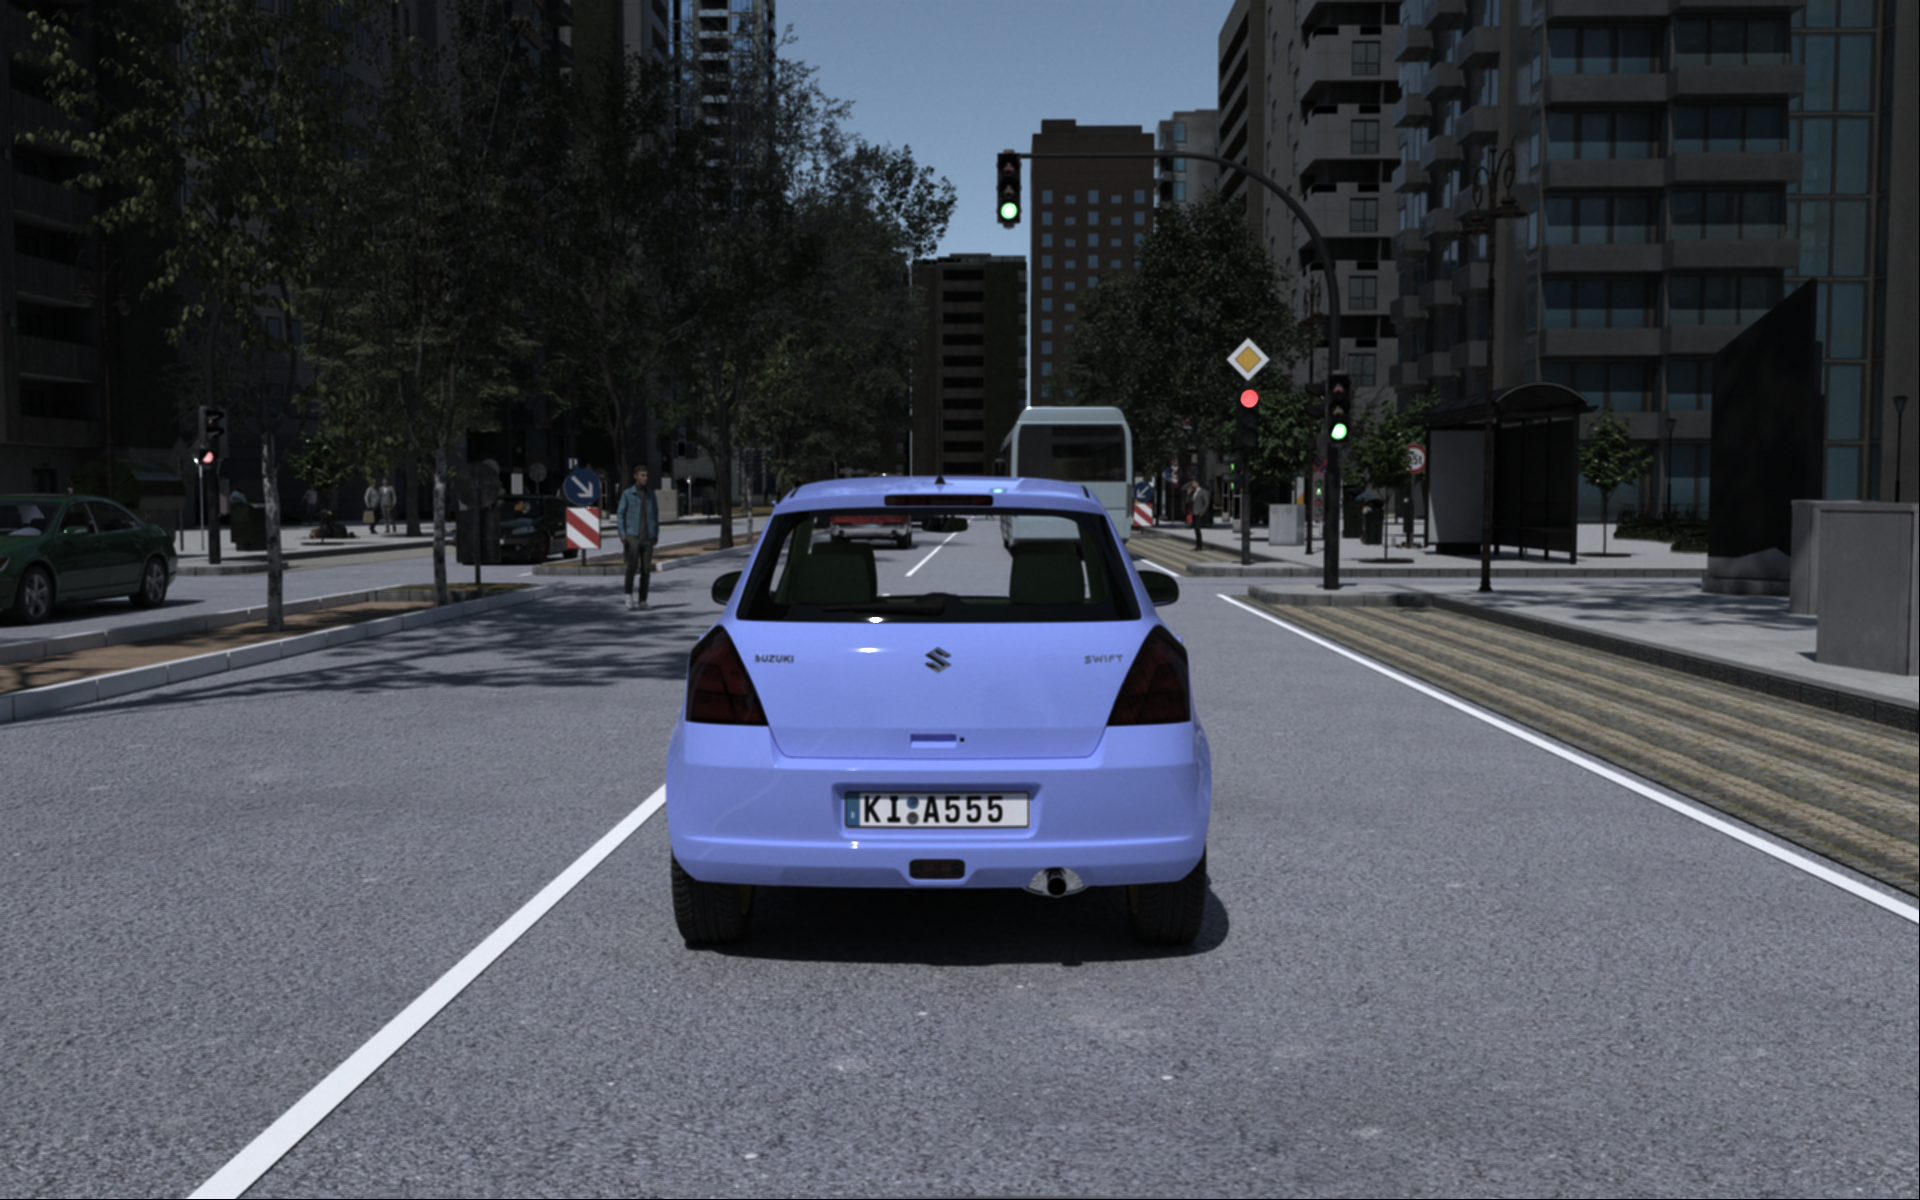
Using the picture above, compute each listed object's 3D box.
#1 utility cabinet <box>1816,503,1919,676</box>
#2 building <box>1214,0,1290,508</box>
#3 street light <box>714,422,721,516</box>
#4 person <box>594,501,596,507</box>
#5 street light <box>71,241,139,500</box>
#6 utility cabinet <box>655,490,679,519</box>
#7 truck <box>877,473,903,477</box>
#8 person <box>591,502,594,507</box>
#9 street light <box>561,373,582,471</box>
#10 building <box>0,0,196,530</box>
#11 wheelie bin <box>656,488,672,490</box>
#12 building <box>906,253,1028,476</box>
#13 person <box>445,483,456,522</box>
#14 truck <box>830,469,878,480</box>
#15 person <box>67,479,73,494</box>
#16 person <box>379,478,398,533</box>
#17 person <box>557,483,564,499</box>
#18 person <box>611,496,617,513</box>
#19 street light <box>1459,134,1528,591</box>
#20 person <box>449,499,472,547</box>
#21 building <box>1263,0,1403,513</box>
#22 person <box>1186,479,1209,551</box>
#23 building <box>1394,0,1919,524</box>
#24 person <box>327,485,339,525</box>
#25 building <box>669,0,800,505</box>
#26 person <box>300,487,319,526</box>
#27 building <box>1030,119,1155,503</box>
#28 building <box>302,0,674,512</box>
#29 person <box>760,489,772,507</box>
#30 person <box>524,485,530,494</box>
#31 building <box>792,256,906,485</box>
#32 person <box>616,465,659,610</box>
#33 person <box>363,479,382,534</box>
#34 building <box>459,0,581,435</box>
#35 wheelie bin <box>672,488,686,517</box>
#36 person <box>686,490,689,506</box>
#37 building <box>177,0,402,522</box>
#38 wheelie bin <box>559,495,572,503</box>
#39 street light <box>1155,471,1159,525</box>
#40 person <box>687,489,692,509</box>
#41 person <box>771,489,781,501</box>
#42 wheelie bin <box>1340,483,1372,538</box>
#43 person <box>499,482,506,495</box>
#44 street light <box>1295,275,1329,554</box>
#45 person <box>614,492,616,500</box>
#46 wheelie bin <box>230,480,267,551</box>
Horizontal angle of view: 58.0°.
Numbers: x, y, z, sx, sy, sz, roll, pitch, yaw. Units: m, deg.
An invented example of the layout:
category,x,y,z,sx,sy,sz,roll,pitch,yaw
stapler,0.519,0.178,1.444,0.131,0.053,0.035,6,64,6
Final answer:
category,x,y,z,sx,sy,sz,roll,pitch,yaw
utility cabinet,6.733,-0.093,12.679,0.306,1.237,1.020,-1,4,-9
building,35.124,-32.561,156.071,21.300,48.544,21.600,0,4,1
street light,-14.049,-7.852,101.161,0.468,5.910,1.993,0,4,1
person,-27.580,-7.539,130.020,0.721,1.736,1.217,3,5,41
street light,-15.707,-3.619,31.954,0.468,5.910,1.993,0,4,1
utility cabinet,-14.697,-4.772,86.701,1.173,1.500,0.318,1,4,11
truck,-6.639,-10.265,163.761,3.469,3.379,9.791,0,4,1
person,-19.056,-5.083,88.960,0.447,1.846,0.655,3,5,43
street light,-14.864,-5.731,66.489,0.468,5.910,1.993,0,4,1
building,-35.431,-17.414,56.413,14.160,30.474,14.107,0,4,1
wheelie bin,-16.513,-5.329,95.033,0.693,1.594,0.980,-3,4,-38
building,1.124,-26.868,210.996,14.107,30.474,14.160,0,4,1
person,-23.455,-4.475,79.571,0.532,1.782,0.716,2,4,23
truck,-7.985,-8.473,134.455,3.469,3.379,9.791,0,4,1
person,-21.940,-2.235,42.938,0.532,1.782,0.716,0,4,-8
person,-19.122,-3.161,57.850,0.709,1.813,0.853,0,4,-2
person,-19.994,-4.982,87.352,0.661,1.843,0.795,-1,4,-10
person,-22.919,-6.730,116.103,0.705,1.821,1.348,-3,5,-42
street light,6.963,-3.057,22.773,0.468,5.910,1.993,0,4,1
person,-13.416,-2.345,46.961,0.853,1.813,0.709,-3,4,-38
building,38.443,-33.157,131.361,28.713,52.752,27.495,0,4,1
person,5.957,-2.129,43.489,0.473,1.802,0.592,-1,4,-15
building,34.209,-28.455,84.854,23.786,49.044,30.456,0,4,1
person,-25.696,-3.953,71.016,0.374,1.781,0.599,3,4,37
building,-35.712,-55.160,214.529,31.000,86.520,22.319,0,4,1
person,-26.050,-3.817,69.121,0.598,1.740,0.731,2,4,27
building,15.745,-34.259,210.245,14.200,45.320,14.600,0,4,1
building,-41.086,-37.644,157.472,28.212,58.520,21.231,0,4,1
person,-19.617,-10.350,175.271,1.348,1.822,0.705,1,4,20
person,-25.398,-5.835,101.561,0.853,1.813,0.709,-1,4,-17
building,-13.261,-26.895,211.433,14.107,30.474,14.160,0,4,1
person,-3.968,-0.767,21.380,0.601,1.785,0.444,-2,4,-31
person,-18.999,-3.017,55.865,0.515,1.767,0.782,1,4,12
building,-39.575,-28.556,121.518,22.147,44.769,28.867,0,4,1
wheelie bin,-15.744,-5.420,96.533,0.980,1.594,0.693,0,4,-1
person,-26.139,-9.793,166.828,0.621,1.740,0.551,-1,4,-20
building,-39.293,-33.196,84.756,21.231,58.520,28.212,0,4,1
wheelie bin,-18.199,-4.458,80.801,0.980,1.594,0.693,0,4,2
street light,8.095,-6.004,70.956,0.468,5.910,1.993,0,4,1
person,-22.568,-8.475,145.134,0.750,1.759,0.617,3,5,45
person,-14.294,-7.948,136.818,1.217,1.723,0.721,0,4,-5
wheelie bin,11.477,-2.596,50.355,0.980,1.594,0.693,1,4,12
person,-18.075,-3.747,67.707,0.834,1.777,0.661,2,4,30
street light,7.424,-3.907,36.669,0.468,5.910,1.993,0,4,1
person,-21.820,-6.410,110.987,0.705,1.807,1.348,2,4,25
wheelie bin,-15.996,-1.904,39.035,0.693,1.594,0.980,2,4,30
